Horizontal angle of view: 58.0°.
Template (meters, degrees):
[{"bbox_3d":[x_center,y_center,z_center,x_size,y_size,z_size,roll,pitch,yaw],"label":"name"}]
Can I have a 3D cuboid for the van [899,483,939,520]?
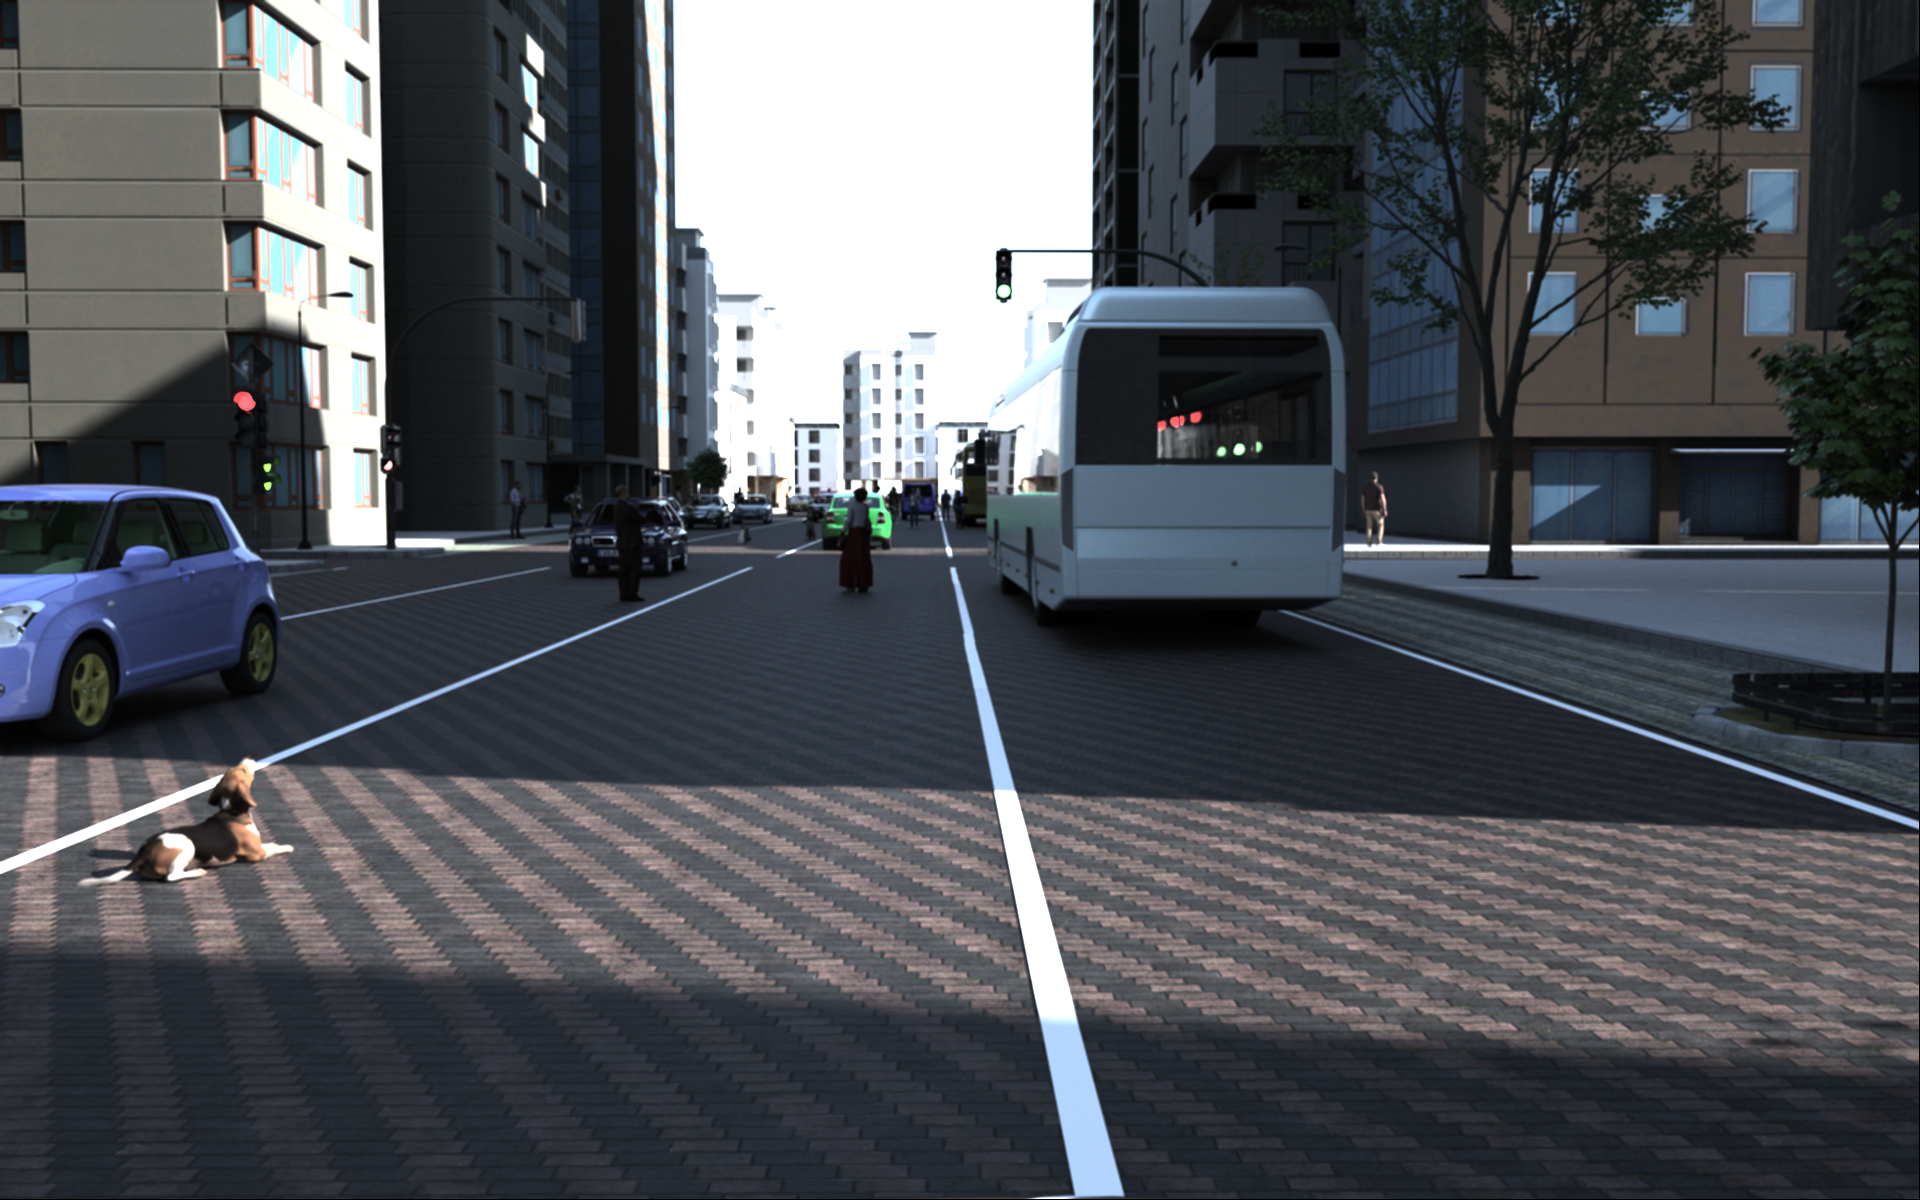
[{"bbox_3d":[-2.325,-5.695,97.499,2.240,2.365,5.245,0,4,-1],"label":"van"}]

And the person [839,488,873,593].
[{"bbox_3d":[-1.505,-0.873,25.239,0.523,1.526,0.387,-2,4,-33],"label":"person"}]

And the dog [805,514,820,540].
[{"bbox_3d":[-4.589,-2.295,54.360,0.513,0.831,0.800,3,4,38],"label":"dog"}]

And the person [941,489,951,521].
[{"bbox_3d":[-0.732,-5.013,91.378,0.541,1.710,0.530,0,4,3],"label":"person"}]

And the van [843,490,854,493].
[{"bbox_3d":[-12.032,-11.019,187.163,2.013,2.044,4.112,0,4,-2],"label":"van"}]

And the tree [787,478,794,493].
[{"bbox_3d":[-17.942,-11.337,179.954,1.663,3.219,1.824,0,3,0],"label":"tree"}]

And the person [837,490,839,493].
[{"bbox_3d":[-10.426,-8.436,146.953,0.617,1.759,0.750,2,4,25],"label":"person"}]

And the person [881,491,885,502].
[{"bbox_3d":[-7.426,-9.825,169.860,0.721,1.743,1.217,0,4,-7],"label":"person"}]

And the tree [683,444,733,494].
[{"bbox_3d":[-16.299,-7.914,113.101,4.285,4.588,4.351,0,3,0],"label":"tree"}]

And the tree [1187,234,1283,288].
[{"bbox_3d":[8.186,-6.039,49.103,4.737,8.622,4.395,0,3,0],"label":"tree"}]

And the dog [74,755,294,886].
[{"bbox_3d":[-2.964,0.829,6.640,0.748,0.427,0.550,-1,4,-19],"label":"dog"}]

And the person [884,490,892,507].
[{"bbox_3d":[-6.043,-8.694,150.591,1.348,1.831,0.705,-1,4,-23],"label":"person"}]

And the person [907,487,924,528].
[{"bbox_3d":[-1.925,-3.903,73.029,0.841,1.734,0.376,3,5,43],"label":"person"}]

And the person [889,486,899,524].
[{"bbox_3d":[-3.152,-4.505,82.288,0.434,1.807,0.598,-1,4,-14],"label":"person"}]

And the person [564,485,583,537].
[{"bbox_3d":[-12.591,-2.907,56.751,0.376,1.734,0.841,2,4,34],"label":"person"}]

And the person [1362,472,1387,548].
[{"bbox_3d":[9.922,-2.156,41.414,0.434,1.807,0.598,-3,5,-42],"label":"person"}]

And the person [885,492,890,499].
[{"bbox_3d":[-6.251,-8.939,154.646,0.705,1.826,1.348,-3,5,-44],"label":"person"}]

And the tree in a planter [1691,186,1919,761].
[{"bbox_3d":[5.465,-0.788,10.107,1.991,3.239,1.994,0,4,-1],"label":"tree in a planter"}]

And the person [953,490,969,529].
[{"bbox_3d":[0.030,-3.723,71.246,0.647,1.594,0.662,0,4,-4],"label":"person"}]

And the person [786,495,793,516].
[{"bbox_3d":[-11.098,-6.122,112.507,0.435,1.345,0.340,-1,4,-13],"label":"person"}]

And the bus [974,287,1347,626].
[{"bbox_3d":[1.913,-1.662,22.033,2.948,3.499,13.247,0,4,-2],"label":"bus"}]

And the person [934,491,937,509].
[{"bbox_3d":[-2.354,-9.700,167.620,0.617,1.759,0.750,3,5,43],"label":"person"}]

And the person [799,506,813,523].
[{"bbox_3d":[-7.535,-4.196,85.035,0.695,0.859,0.347,-1,4,-17],"label":"person"}]

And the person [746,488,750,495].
[{"bbox_3d":[-16.363,-7.820,134.415,0.721,1.766,1.217,0,4,-2],"label":"person"}]

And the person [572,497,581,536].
[{"bbox_3d":[-11.581,-2.450,52.465,0.340,1.345,0.435,-2,4,-25],"label":"person"}]

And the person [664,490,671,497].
[{"bbox_3d":[-16.488,-5.446,97.559,0.523,1.526,0.387,0,4,-1],"label":"person"}]

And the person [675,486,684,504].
[{"bbox_3d":[-12.540,-4.234,77.865,0.789,1.805,0.875,-1,4,-9],"label":"person"}]

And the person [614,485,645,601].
[{"bbox_3d":[-4.440,-0.764,23.255,0.388,1.546,0.482,-2,4,-31],"label":"person"}]

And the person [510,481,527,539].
[{"bbox_3d":[-13.904,-2.837,54.758,0.599,1.838,0.709,1,4,10],"label":"person"}]

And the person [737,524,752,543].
[{"bbox_3d":[-6.310,-1.935,50.618,0.357,0.543,0.381,-3,5,-44],"label":"person"}]

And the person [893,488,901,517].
[{"bbox_3d":[-3.925,-5.960,106.081,0.598,1.807,0.434,1,4,17],"label":"person"}]

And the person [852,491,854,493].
[{"bbox_3d":[-3.865,-3.214,63.263,0.614,1.554,0.590,0,4,-2],"label":"person"}]

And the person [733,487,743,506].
[{"bbox_3d":[-11.926,-5.185,93.396,0.598,1.807,0.434,-1,4,-22],"label":"person"}]

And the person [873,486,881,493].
[{"bbox_3d":[-3.323,-3.767,70.536,0.568,1.767,0.683,-2,4,-24],"label":"person"}]

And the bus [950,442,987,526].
[{"bbox_3d":[1.156,-5.460,80.820,2.896,3.916,12.252,0,4,-2],"label":"bus"}]

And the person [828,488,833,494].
[{"bbox_3d":[-9.156,-6.853,120.413,0.599,1.838,0.709,1,4,15],"label":"person"}]

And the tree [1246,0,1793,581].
[{"bbox_3d":[8.101,-6.117,25.761,9.928,11.665,9.643,0,3,0],"label":"tree"}]
